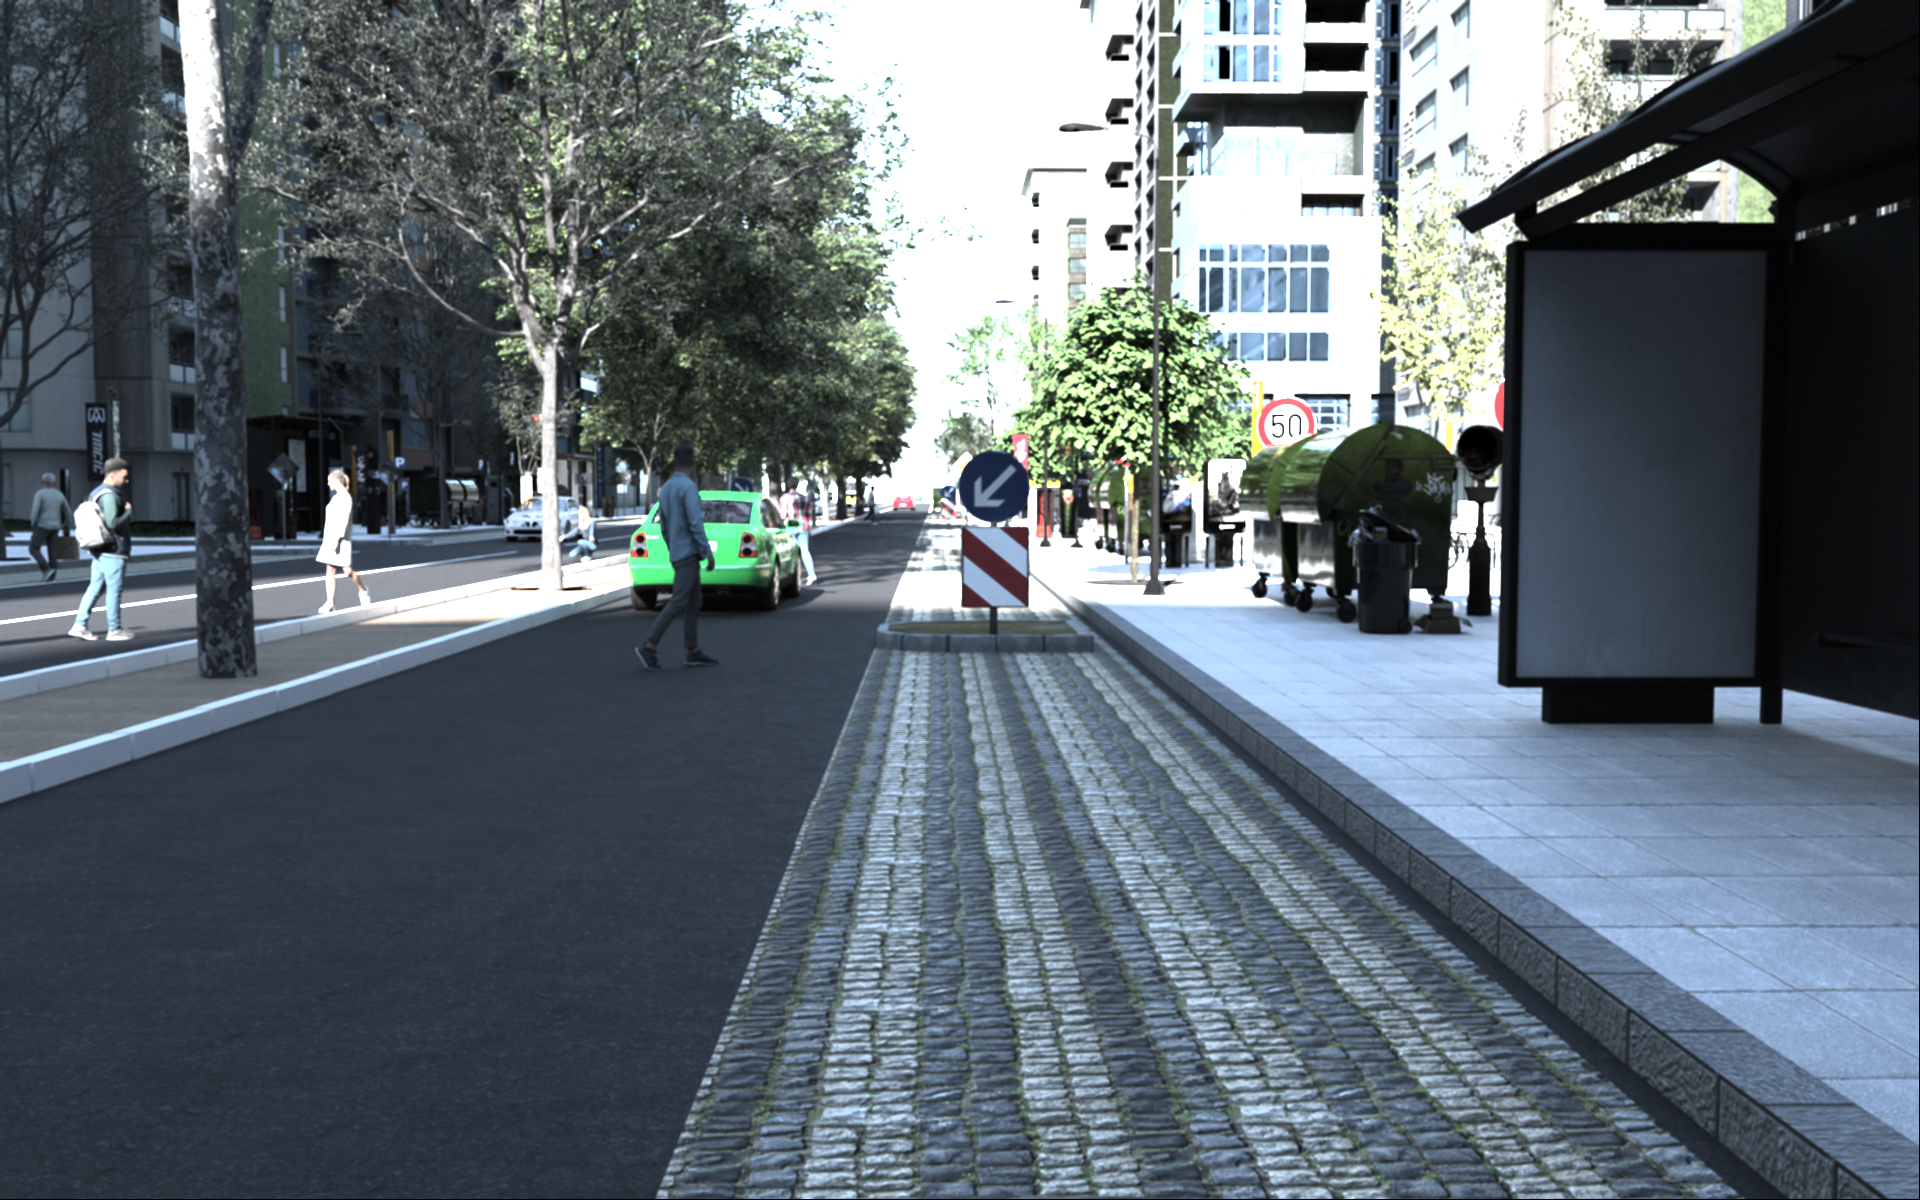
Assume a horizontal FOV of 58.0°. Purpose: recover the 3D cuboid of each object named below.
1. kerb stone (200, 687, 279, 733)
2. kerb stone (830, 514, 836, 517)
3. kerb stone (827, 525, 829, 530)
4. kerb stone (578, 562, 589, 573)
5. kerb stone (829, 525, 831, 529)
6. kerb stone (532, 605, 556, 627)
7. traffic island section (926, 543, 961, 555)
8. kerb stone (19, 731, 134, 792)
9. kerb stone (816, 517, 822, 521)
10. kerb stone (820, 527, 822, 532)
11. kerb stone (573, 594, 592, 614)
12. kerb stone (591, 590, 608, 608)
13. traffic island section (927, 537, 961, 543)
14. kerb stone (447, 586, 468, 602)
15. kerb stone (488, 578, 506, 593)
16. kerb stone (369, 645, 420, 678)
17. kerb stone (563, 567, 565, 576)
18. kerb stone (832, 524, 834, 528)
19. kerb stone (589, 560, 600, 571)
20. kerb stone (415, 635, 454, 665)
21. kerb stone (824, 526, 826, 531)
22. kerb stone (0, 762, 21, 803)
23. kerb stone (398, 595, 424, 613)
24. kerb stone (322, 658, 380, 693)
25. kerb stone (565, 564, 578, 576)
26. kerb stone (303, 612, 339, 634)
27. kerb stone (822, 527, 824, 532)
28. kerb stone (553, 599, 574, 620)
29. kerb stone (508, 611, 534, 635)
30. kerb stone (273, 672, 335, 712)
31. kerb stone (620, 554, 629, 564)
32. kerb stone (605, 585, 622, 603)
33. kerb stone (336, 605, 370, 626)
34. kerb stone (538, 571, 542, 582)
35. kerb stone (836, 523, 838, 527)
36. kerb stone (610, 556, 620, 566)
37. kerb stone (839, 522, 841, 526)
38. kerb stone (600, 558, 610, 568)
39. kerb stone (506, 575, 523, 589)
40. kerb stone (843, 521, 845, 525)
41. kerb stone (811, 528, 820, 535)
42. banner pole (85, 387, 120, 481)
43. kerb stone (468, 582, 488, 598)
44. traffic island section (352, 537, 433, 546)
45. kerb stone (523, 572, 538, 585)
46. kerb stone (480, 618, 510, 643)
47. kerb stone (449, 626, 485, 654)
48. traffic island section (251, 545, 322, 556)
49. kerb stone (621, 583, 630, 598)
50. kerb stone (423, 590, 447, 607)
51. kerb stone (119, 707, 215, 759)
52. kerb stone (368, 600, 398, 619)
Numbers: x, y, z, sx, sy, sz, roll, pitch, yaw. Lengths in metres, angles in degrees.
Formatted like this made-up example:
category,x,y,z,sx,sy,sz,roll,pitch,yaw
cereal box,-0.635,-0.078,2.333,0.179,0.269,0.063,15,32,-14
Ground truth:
category,x,y,z,sx,sy,sz,roll,pitch,yaw
kerb stone,-4.538,0.693,10.866,0.120,0.150,1.000,0,4,-1
kerb stone,-7.989,-5.294,108.760,0.120,0.150,1.000,0,4,-1
kerb stone,-5.318,-2.790,67.807,0.120,0.150,1.000,0,4,-1
kerb stone,-6.924,-0.562,31.383,0.120,0.150,1.000,0,4,-1
kerb stone,-5.335,-2.849,68.833,0.120,0.150,1.000,0,4,-1
kerb stone,-4.649,0.191,19.072,0.120,0.150,1.000,0,4,-1
traffic island section,0.180,-1.190,41.740,2.009,0.180,2.903,0,4,-1
kerb stone,-4.513,0.824,8.817,0.120,0.150,1.000,0,4,-1
kerb stone,-7.813,-4.534,96.434,0.120,0.150,1.000,0,4,-1
kerb stone,-5.261,-2.535,63.718,0.120,0.150,1.000,0,4,-1
kerb stone,-4.672,0.066,21.116,0.120,0.150,1.000,0,4,-1
kerb stone,-4.692,0.003,22.144,0.120,0.150,1.000,0,4,-1
traffic island section,0.071,-1.679,49.725,2.009,0.180,2.903,0,4,-1
kerb stone,-6.810,-0.060,23.178,0.120,0.150,1.000,0,4,-1
kerb stone,-6.836,-0.186,25.231,0.120,0.150,1.000,0,4,-1
kerb stone,-4.580,0.504,13.947,0.120,0.150,1.000,0,4,-1
kerb stone,-6.897,-0.436,29.328,0.120,0.150,1.000,0,4,-1
kerb stone,-5.365,-2.978,70.890,0.120,0.150,1.000,0,4,-1
kerb stone,-6.935,-0.622,32.406,0.120,0.150,1.000,0,4,-1
kerb stone,-4.594,0.444,14.972,0.120,0.150,1.000,0,4,-1
kerb stone,-5.295,-2.662,65.762,0.120,0.150,1.000,0,4,-1
kerb stone,-4.504,0.882,7.795,0.120,0.150,1.000,0,4,-1
kerb stone,-6.779,0.065,21.131,0.120,0.150,1.000,0,4,-1
kerb stone,-4.569,0.571,12.920,0.120,0.150,1.000,0,4,-1
kerb stone,-6.912,-0.499,30.358,0.120,0.150,1.000,0,4,-1
kerb stone,-6.735,0.257,18.057,0.120,0.150,1.000,0,4,-1
kerb stone,-5.278,-2.602,64.740,0.120,0.150,1.000,0,4,-1
kerb stone,-4.668,0.129,20.094,0.120,0.150,1.000,0,4,-1
kerb stone,-4.642,0.254,18.050,0.120,0.150,1.000,0,4,-1
kerb stone,-4.545,0.637,11.889,0.120,0.150,1.000,0,4,-1
kerb stone,-6.980,-0.812,35.478,0.120,0.150,1.000,0,4,-1
kerb stone,-4.704,-0.059,23.170,0.120,0.150,1.000,0,4,-1
kerb stone,-6.754,0.191,19.079,0.120,0.150,1.000,0,4,-1
kerb stone,-6.878,-0.373,28.301,0.120,0.150,1.000,0,4,-1
kerb stone,-5.402,-3.166,73.961,0.120,0.150,1.000,0,4,-1
kerb stone,-6.958,-0.749,34.456,0.120,0.150,1.000,0,4,-1
kerb stone,-5.437,-3.291,76.006,0.120,0.150,1.000,0,4,-1
kerb stone,-6.953,-0.686,33.429,0.120,0.150,1.000,0,4,-1
kerb stone,-6.850,-0.248,26.253,0.120,0.150,1.000,0,4,-1
kerb stone,-5.475,-3.480,79.092,0.120,0.150,1.000,0,4,-1
kerb stone,-5.248,-2.476,62.678,0.120,0.150,1.000,0,4,-1
banner pole,-20.683,-3.175,41.922,0.863,3.779,0.401,-2,4,-27
kerb stone,-6.819,-0.123,24.209,0.120,0.150,1.000,0,4,-1
traffic island section,-16.319,-1.665,49.505,2.009,0.180,2.903,0,4,-1
kerb stone,-6.866,-0.311,27.279,0.120,0.150,1.000,0,4,-1
kerb stone,-4.629,0.317,17.018,0.120,0.150,1.000,0,4,-1
kerb stone,-4.606,0.379,15.996,0.120,0.150,1.000,0,4,-1
traffic island section,-16.209,-1.177,41.521,2.009,0.180,2.903,0,4,-1
kerb stone,-4.728,-0.122,24.192,0.120,0.150,1.000,0,4,-1
kerb stone,-6.800,0.003,22.153,0.120,0.150,1.000,0,4,-1
kerb stone,-4.522,0.759,9.843,0.120,0.150,1.000,0,4,-1
kerb stone,-6.770,0.128,20.103,0.120,0.150,1.000,0,4,-1
